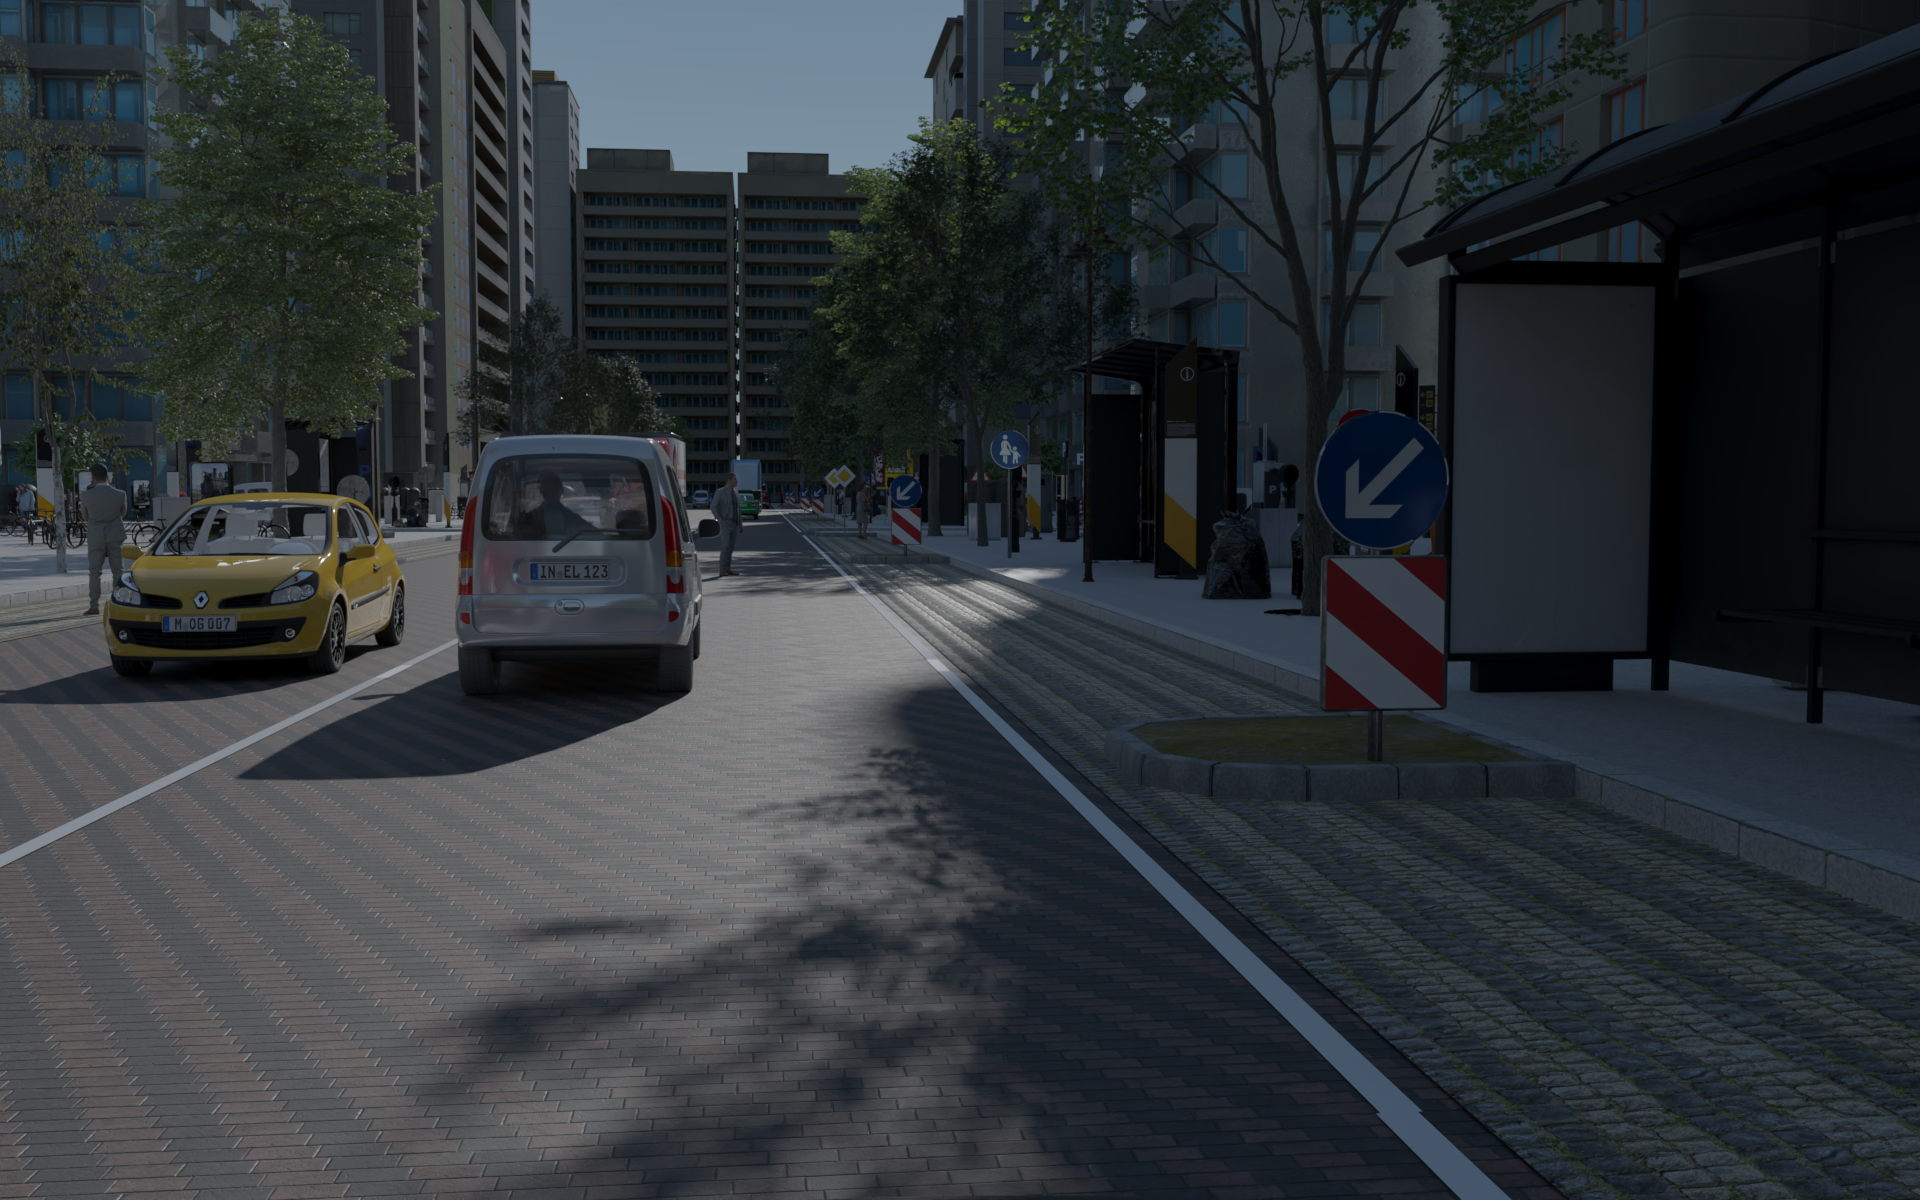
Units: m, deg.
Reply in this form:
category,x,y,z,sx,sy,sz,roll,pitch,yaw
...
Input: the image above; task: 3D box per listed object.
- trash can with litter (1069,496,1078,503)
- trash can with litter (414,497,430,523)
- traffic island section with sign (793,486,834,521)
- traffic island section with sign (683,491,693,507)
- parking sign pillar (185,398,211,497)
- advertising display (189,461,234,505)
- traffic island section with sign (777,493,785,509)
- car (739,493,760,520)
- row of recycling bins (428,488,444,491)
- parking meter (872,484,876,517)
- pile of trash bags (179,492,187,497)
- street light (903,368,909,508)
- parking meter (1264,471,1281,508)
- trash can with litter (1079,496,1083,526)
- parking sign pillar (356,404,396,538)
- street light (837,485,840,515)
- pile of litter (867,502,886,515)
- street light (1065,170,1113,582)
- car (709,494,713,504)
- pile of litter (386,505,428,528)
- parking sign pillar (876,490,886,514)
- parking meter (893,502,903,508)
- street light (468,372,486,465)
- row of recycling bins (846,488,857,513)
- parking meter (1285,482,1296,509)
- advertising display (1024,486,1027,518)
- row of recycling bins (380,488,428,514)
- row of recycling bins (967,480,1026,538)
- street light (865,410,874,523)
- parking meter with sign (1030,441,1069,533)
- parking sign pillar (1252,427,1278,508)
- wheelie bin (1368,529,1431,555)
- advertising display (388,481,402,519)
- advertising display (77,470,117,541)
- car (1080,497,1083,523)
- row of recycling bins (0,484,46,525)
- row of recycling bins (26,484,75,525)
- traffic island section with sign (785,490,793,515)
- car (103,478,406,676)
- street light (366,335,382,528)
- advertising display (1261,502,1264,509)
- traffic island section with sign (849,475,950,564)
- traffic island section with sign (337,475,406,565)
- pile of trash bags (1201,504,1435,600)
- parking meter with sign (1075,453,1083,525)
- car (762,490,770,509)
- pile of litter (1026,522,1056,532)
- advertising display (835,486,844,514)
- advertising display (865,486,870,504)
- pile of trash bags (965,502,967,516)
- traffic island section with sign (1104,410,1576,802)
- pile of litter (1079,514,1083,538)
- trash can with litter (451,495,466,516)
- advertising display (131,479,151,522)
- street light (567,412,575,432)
category,x,y,z,sx,sy,sz,roll,pitch,yaw
trash can with litter,6.547,-5.584,102.683,0.624,1.170,1.055,-2,4,-25
trash can with litter,-23.746,-3.983,76.514,0.624,1.170,1.055,-1,4,-13
traffic island section with sign,-7.601,-5.038,90.999,1.989,1.847,2.006,0,4,-7
traffic island section with sign,-30.540,-11.287,193.176,1.989,1.847,2.006,0,4,-7
parking sign pillar,-21.168,-3.651,48.170,1.447,3.967,1.447,-1,4,-13
advertising display,-14.812,-1.780,34.315,0.974,1.923,0.123,1,4,19
traffic island section with sign,-16.409,-9.726,167.652,1.989,1.847,2.006,0,4,-7
car,-12.313,-5.458,98.036,1.959,1.807,4.718,0,4,-6
row of recycling bins,-35.390,-6.704,116.724,1.069,1.692,3.534,-3,4,-36
parking meter,-4.869,-5.590,97.101,0.255,1.863,0.399,-1,4,-17
pile of trash bags,-29.327,-3.556,67.888,1.912,1.369,3.447,2,4,31
street light,-1.816,-5.235,58.384,0.468,5.910,1.993,0,4,-7
parking meter,7.947,-2.348,44.106,0.399,1.863,0.255,0,3,0
trash can with litter,4.798,-3.564,69.322,1.678,1.210,2.233,-2,4,-34
parking sign pillar,-17.211,-3.788,50.403,1.447,3.967,1.447,-1,4,-10
street light,-7.585,-8.278,108.137,0.468,5.910,1.993,0,4,-7
pile of litter,-5.431,-5.604,105.590,1.176,0.858,1.719,3,4,36
street light,1.879,-3.204,25.166,0.468,5.910,1.993,0,4,-7
car,-30.027,-12.377,211.946,1.945,1.707,3.694,0,4,-8
pile of litter,-21.312,-3.228,66.744,1.719,0.858,1.176,-2,4,-34
parking sign pillar,-5.038,-7.674,113.935,1.447,3.967,1.447,1,4,20
parking meter,-4.775,-7.647,133.443,0.372,1.533,0.369,0,3,0
street light,-18.217,-5.662,65.361,0.468,5.910,1.993,0,4,-7
row of recycling bins,-7.676,-6.876,119.539,1.069,1.692,3.534,0,4,8
parking meter,10.858,-3.135,56.969,0.255,1.863,0.399,-1,4,-12
advertising display,3.456,-5.322,92.232,0.974,1.923,0.123,1,4,17
row of recycling bins,-36.210,-6.410,111.914,3.534,1.692,1.069,2,4,31
row of recycling bins,1.055,-2.789,52.718,1.069,1.692,3.534,-1,4,-18
street light,-3.925,-6.307,75.900,0.468,5.910,1.993,0,4,-7
parking meter with sign,2.673,-3.728,57.220,1.738,3.016,0.543,-1,4,-10
parking sign pillar,12.242,-4.955,69.482,1.447,3.967,1.447,-1,4,-20
wheelie bin,7.079,-1.254,28.418,0.980,1.594,0.693,0,4,-5
advertising display,-28.184,-4.963,86.354,0.974,1.923,0.123,3,4,37
advertising display,-23.588,-2.580,47.392,0.974,1.923,0.123,-2,4,-25
car,6.977,-3.391,64.113,5.304,1.827,2.281,0,4,-5
row of recycling bins,-40.299,-4.034,73.062,3.534,1.692,1.069,2,4,24
row of recycling bins,-37.594,-3.977,72.142,1.069,1.692,3.534,-1,4,-10
traffic island section with sign,-10.681,-6.676,117.778,1.989,1.847,2.006,0,4,-7
car,-5.972,-0.289,14.948,2.015,1.641,3.980,0,4,-7
street light,-16.159,-4.590,47.839,0.468,5.910,1.993,0,4,-7
advertising display,10.373,-3.243,58.234,0.123,1.923,0.974,2,4,33
traffic island section with sign,-1.298,-1.680,36.096,1.989,1.847,2.006,0,4,-7
traffic island section with sign,-12.389,-1.625,35.203,1.989,1.847,2.006,0,4,-7
pile of trash bags,4.615,-0.708,21.328,3.447,1.369,1.912,2,4,25
parking meter with sign,5.374,-4.729,73.573,0.543,3.016,1.738,1,4,19
car,-19.258,-9.591,165.480,2.281,1.827,5.304,0,4,-6
pile of litter,2.494,-2.771,59.263,1.719,0.858,1.176,0,4,-7
advertising display,-7.621,-6.404,109.913,0.123,1.923,0.974,2,4,27
advertising display,-5.679,-6.264,107.628,0.974,1.923,0.123,0,4,3
pile of trash bags,-0.597,-5.761,103.948,1.912,1.369,3.447,-1,4,-8
traffic island section with sign,1.814,-0.022,8.990,1.989,1.847,2.006,0,4,-7
pile of litter,4.019,-2.237,50.539,1.176,0.858,1.719,-1,4,-18
trash can with litter,-29.597,-5.527,101.422,2.233,1.210,1.678,-3,5,-40
advertising display,-36.247,-4.369,76.650,0.123,1.923,0.974,1,4,19
street light,-21.892,-7.634,97.596,0.468,5.910,1.993,0,4,-7
